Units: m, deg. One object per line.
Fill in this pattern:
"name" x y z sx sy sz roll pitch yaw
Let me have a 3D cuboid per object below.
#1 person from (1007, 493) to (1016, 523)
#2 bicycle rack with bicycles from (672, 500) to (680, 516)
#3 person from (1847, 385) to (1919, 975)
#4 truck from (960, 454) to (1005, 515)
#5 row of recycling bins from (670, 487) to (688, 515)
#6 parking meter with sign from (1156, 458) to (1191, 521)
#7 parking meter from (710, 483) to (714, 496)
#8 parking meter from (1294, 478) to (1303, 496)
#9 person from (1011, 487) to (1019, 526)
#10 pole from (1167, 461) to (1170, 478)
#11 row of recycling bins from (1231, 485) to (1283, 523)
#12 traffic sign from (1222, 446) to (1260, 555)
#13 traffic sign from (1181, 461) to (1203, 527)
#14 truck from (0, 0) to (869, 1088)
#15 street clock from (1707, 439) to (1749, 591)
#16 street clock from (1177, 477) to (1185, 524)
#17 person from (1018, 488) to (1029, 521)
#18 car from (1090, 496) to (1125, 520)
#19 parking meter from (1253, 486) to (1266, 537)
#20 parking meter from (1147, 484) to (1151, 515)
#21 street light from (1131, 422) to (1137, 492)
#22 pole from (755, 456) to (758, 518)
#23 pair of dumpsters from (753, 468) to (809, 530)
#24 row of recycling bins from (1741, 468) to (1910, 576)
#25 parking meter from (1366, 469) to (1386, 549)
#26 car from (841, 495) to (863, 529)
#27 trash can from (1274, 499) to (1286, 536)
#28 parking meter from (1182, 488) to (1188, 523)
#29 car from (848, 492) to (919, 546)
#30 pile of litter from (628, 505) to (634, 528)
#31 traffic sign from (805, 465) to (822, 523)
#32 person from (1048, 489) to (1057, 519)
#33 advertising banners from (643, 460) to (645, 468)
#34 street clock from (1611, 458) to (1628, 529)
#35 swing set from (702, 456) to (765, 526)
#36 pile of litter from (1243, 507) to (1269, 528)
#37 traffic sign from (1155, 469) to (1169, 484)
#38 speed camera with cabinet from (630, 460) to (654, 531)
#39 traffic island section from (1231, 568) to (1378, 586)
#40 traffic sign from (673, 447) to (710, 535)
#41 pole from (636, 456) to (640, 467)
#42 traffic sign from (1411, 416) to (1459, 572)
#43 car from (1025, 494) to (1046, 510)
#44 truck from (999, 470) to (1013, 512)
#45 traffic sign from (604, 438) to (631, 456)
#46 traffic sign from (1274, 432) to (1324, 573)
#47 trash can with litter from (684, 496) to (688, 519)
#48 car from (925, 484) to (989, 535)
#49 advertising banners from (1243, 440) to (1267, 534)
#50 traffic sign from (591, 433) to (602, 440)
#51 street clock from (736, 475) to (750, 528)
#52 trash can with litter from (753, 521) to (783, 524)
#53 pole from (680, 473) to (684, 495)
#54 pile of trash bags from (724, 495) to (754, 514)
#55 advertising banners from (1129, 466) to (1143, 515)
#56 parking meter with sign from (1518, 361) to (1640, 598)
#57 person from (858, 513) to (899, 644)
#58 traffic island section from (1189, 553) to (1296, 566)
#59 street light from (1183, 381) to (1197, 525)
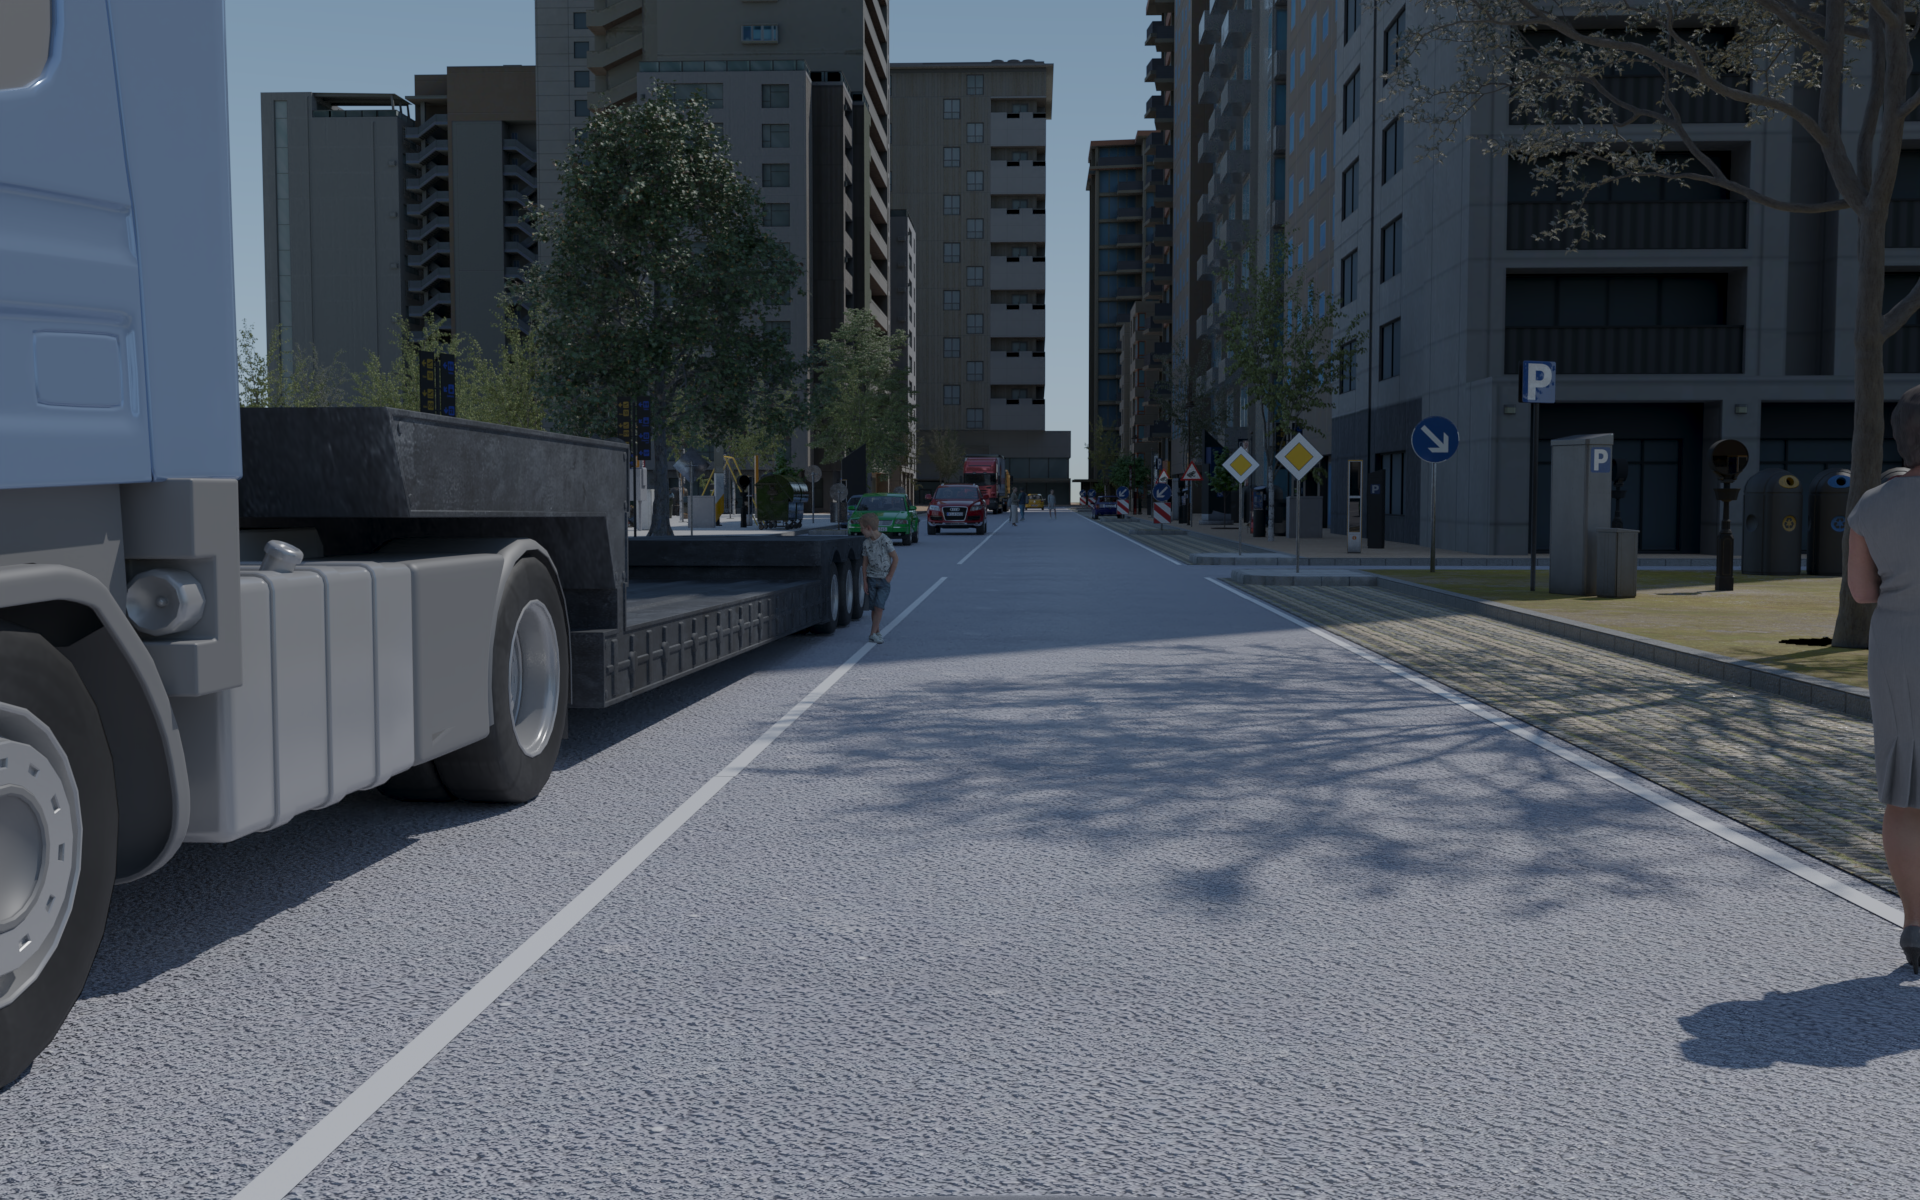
"person" 2.593 -4.586 86.073 0.503 1.515 0.523 0 4 -7
"bicycle rack with bicycles" -15.894 -5.377 101.292 2.925 0.926 2.852 -2 4 -34
"person" 3.060 0.225 5.175 0.532 1.782 0.716 -3 5 -45
"truck" 1.746 -8.316 124.879 2.839 4.237 11.283 0 4 4
"row of recycling bins" -17.229 -6.065 106.280 1.069 1.692 3.534 0 4 -3
"parking meter with sign" 10.382 -5.361 83.912 1.738 3.016 0.543 2 4 30
"parking meter" -12.646 -5.083 88.811 0.255 1.863 0.399 1 4 18
"parking meter" 12.049 -3.424 61.687 0.255 1.863 0.399 2 4 29
"person" 2.476 -4.188 77.522 0.362 1.759 0.519 1 4 12
"pole" 13.001 -6.994 108.191 0.158 3.312 0.155 0 3 0
"row of recycling bins" 12.547 -4.259 76.755 3.534 1.692 1.069 0 4 -2
"traffic sign" 5.851 -1.988 36.144 0.795 2.450 0.064 0 4 3
"traffic sign" 9.019 -4.123 67.411 0.884 2.594 0.081 0 4 8
"truck" -2.930 -1.304 11.085 2.967 4.110 18.799 0 4 4
"street clock" 10.165 -1.126 22.979 0.471 2.002 0.358 0 4 8
"street clock" 9.549 -4.298 74.834 0.358 2.002 0.471 0 4 3
"person" 3.305 -5.074 91.804 0.721 1.781 0.623 3 4 36
"car" 8.385 -5.236 98.194 1.945 1.354 3.894 0 4 2
"parking meter" 8.909 -2.635 51.497 0.372 1.533 0.369 0 3 0
"parking meter" 11.506 -6.093 105.339 0.255 1.863 0.399 0 4 6
"street light" 11.138 -8.430 110.615 0.468 5.910 1.993 0 4 3
"pole" -10.767 -5.983 91.671 0.158 3.312 0.155 0 3 0
"pair of dumpsters" -6.591 -3.740 63.641 1.574 2.255 4.437 0 4 2
"row of recycling bins" 14.207 -1.228 27.186 3.534 1.692 1.069 1 4 18
"parking meter" 9.788 -2.144 40.769 0.399 1.863 0.255 2 4 28
"car" -3.985 -3.756 73.410 2.014 1.417 4.499 0 4 3
"trash can" 9.797 -2.513 52.733 0.748 1.137 0.748 0 3 0
"parking meter" 9.823 -4.113 75.658 0.372 1.533 0.369 0 3 0
"car" -2.169 -2.494 49.575 1.959 1.807 4.718 0 4 2
"pile of litter" -12.885 -3.211 66.469 1.176 0.858 1.719 2 4 32
"traffic sign" -6.452 -4.645 76.055 0.768 2.556 0.104 0 4 7
"person" 5.228 -5.442 98.486 0.512 1.701 0.522 -2 4 -26
"advertising banners" -14.334 -5.142 80.262 0.090 3.025 2.074 1 4 19
"street clock" 13.381 -1.875 35.234 0.358 2.002 0.471 0 4 0
"swing set" -9.658 -4.546 71.955 2.862 2.851 3.119 0 4 0
"pile of litter" 11.441 -3.222 66.646 1.176 0.858 1.719 2 4 32
"traffic sign" 10.380 -5.398 88.257 0.884 2.594 0.081 0 4 6
"speed camera with cabinet" -11.163 -4.075 60.957 0.660 3.252 2.038 1 4 9
"traffic island section" 5.523 -0.365 28.243 2.009 0.180 2.903 0 4 3
"traffic sign" -5.681 -2.020 36.671 0.795 2.450 0.064 0 4 3
"pole" -17.179 -6.025 92.351 0.158 3.312 0.155 0 3 0
"traffic sign" 7.754 -1.727 28.341 0.768 2.556 0.104 0 4 5
"car" 6.613 -8.783 153.820 2.015 1.641 3.980 0 4 2
"truck" 2.676 -8.884 141.169 3.469 3.379 9.791 0 4 3
"traffic sign" -7.818 -2.385 39.109 0.768 2.556 0.104 0 4 3
"traffic sign" 5.499 -1.500 28.166 0.795 2.450 0.064 0 4 3
"trash can with litter" -14.084 -4.774 89.440 0.624 1.170 1.055 0 4 -1
"car" -0.075 -3.286 62.401 2.281 1.827 5.304 0 4 2
"advertising banners" 9.485 -3.650 55.870 0.090 3.025 2.074 -1 4 -11
"traffic sign" -6.033 -1.532 28.694 0.795 2.450 0.064 0 4 3
"street clock" -8.267 -3.764 66.112 0.471 2.002 0.358 -2 4 -33
"trash can with litter" -8.527 -3.961 75.822 1.678 1.210 2.233 1 4 21
"pole" -15.822 -6.406 98.575 0.158 3.312 0.155 0 3 0
"pile of trash bags" -14.720 -6.178 110.769 3.447 1.369 1.912 2 4 25
"advertising banners" 10.871 -6.802 107.405 0.090 3.025 2.074 2 4 30
"parking meter with sign" 7.889 -1.576 22.028 0.543 3.016 1.738 -1 4 -23
"person" -0.791 -0.214 16.688 0.352 1.250 0.332 -2 4 -29
"traffic island section" 5.875 -0.853 36.220 2.009 0.180 2.903 0 4 3
"street light" 9.353 -5.988 70.685 0.468 5.910 1.993 0 4 3
